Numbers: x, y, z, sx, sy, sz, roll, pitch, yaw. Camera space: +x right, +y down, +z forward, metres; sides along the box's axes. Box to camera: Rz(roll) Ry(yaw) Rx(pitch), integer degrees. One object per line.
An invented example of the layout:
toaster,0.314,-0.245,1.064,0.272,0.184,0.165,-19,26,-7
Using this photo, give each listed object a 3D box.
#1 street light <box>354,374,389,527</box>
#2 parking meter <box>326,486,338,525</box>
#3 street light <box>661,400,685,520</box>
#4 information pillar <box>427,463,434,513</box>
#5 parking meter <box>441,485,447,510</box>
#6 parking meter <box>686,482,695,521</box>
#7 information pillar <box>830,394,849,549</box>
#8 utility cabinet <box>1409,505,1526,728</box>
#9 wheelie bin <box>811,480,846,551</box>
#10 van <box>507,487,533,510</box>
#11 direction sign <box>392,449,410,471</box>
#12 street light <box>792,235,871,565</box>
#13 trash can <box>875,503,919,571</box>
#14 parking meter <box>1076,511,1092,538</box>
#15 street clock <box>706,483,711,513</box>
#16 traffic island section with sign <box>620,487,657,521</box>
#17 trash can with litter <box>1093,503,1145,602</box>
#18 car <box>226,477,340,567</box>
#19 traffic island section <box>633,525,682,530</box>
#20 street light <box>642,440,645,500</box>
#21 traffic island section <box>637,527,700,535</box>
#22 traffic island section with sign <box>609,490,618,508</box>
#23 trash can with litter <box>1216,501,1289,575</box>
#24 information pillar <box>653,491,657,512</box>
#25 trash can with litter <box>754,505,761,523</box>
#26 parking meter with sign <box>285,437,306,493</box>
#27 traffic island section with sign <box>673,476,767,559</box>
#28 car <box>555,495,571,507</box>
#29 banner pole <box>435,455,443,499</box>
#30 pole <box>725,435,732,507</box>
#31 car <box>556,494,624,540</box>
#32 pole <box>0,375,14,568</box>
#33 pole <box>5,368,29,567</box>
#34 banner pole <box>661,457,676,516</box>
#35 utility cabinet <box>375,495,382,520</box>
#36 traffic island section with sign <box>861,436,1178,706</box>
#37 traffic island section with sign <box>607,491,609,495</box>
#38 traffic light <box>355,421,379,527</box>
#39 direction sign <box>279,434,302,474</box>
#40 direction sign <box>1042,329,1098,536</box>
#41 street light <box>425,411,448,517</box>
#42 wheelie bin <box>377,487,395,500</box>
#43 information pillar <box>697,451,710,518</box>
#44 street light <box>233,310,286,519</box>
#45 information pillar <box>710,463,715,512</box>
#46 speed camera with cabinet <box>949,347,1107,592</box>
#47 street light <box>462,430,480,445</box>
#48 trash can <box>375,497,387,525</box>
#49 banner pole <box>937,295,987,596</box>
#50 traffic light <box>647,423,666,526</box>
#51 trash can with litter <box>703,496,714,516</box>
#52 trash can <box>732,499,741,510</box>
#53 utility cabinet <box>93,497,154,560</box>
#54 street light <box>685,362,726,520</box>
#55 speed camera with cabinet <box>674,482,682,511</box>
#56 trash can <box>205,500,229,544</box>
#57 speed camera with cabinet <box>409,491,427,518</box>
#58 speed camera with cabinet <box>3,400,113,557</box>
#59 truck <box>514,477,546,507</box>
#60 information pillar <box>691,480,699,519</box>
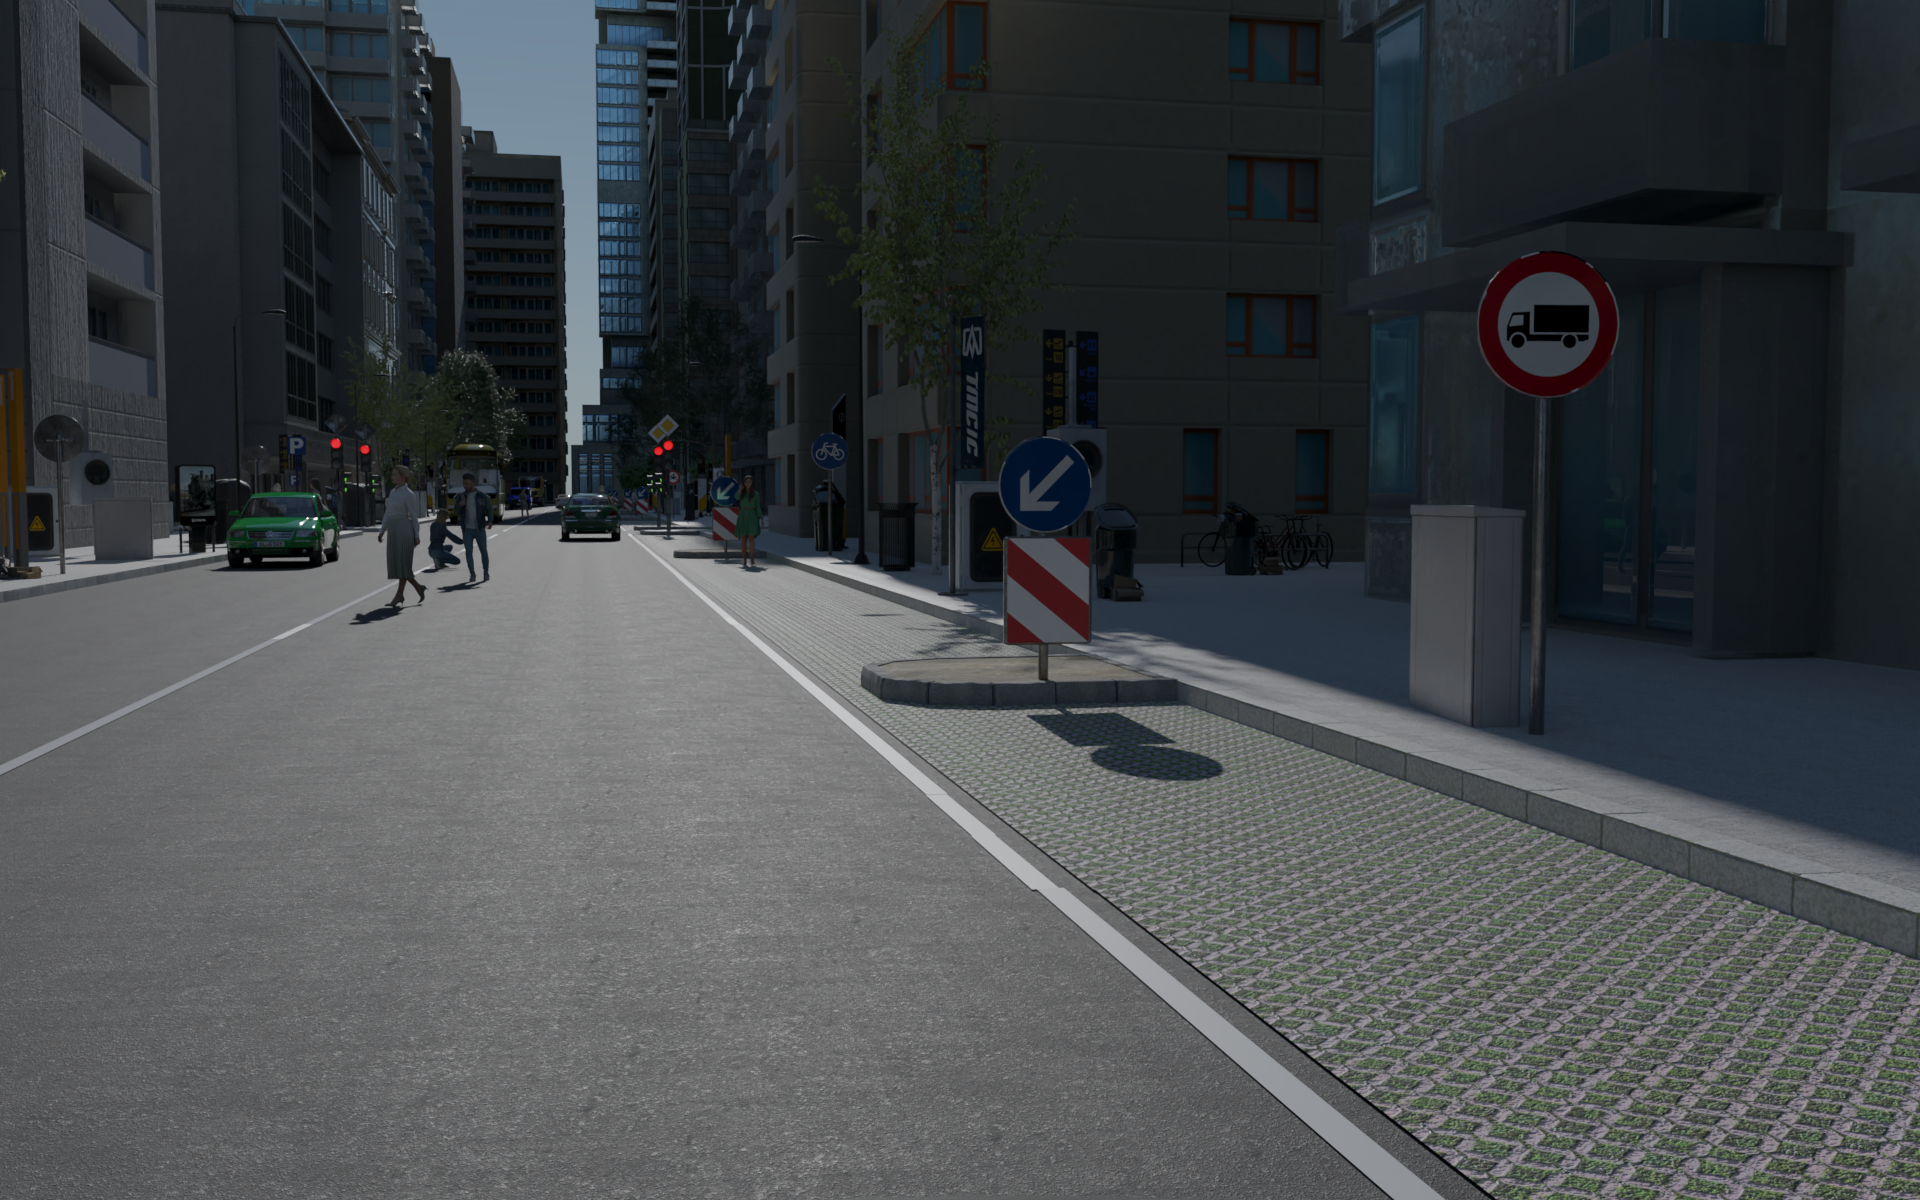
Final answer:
street light,-22.735,-5.772,66.921,1.470,5.913,1.316,-1,4,-12
parking meter,-20.925,-3.016,57.717,0.372,1.533,0.369,0,3,0
street light,-13.868,-6.831,84.230,1.470,5.913,1.316,-1,4,-12
information pillar,-36.437,-7.823,119.267,0.504,3.616,0.183,-2,4,-27
parking meter,-32.359,-6.294,108.621,0.255,1.863,0.399,1,4,14
parking meter,-12.965,-4.743,83.264,0.399,1.863,0.255,-2,4,-23
information pillar,-2.827,-2.997,40.348,0.183,3.616,0.504,3,4,36
utility cabinet,2.913,0.072,9.992,0.306,1.237,1.020,0,4,-5
wheelie bin,-2.962,-1.896,38.916,0.693,1.594,0.980,-1,4,-19
van,-39.771,-9.320,156.773,2.240,2.365,5.245,-1,4,-12
direction sign,-28.028,-5.801,86.851,0.876,3.537,0.379,0,4,1
street light,-2.329,-3.597,31.356,1.470,5.913,1.316,-1,4,-12
trash can,-1.052,-1.055,28.906,0.748,1.137,0.748,0,3,0
parking meter,2.110,-1.453,29.465,0.255,1.863,0.399,0,4,4
street clock,-17.039,-6.884,117.130,0.358,2.002,0.471,3,5,45
traffic island section with sign,-17.200,-5.157,92.947,1.989,1.847,2.006,-1,4,-12
trash can with litter,2.003,-0.592,21.070,0.624,1.170,1.055,-1,4,-12
car,-13.810,-1.630,35.443,1.959,1.807,4.718,-1,4,-14
traffic island section,-11.956,-2.852,68.910,2.009,0.180,2.903,-1,4,-12
street light,-20.252,-8.621,113.501,1.470,5.913,1.316,-1,4,-12
traffic island section,-10.253,-2.375,61.108,2.009,0.180,2.903,-1,4,-12
traffic island section with sign,-23.036,-6.791,119.657,1.989,1.847,2.006,-1,4,-12
trash can with litter,4.651,-0.986,27.515,1.055,1.170,0.624,-1,4,-12
information pillar,-21.355,-7.960,121.498,0.183,3.616,0.504,3,4,37
trash can with litter,-8.819,-3.735,72.460,1.055,1.170,0.624,3,5,39
parking meter with sign,-20.637,-3.513,53.699,0.543,3.016,1.738,-2,4,-26
traffic island section with sign,-5.454,-1.864,39.099,1.989,1.847,2.006,-1,4,-12
car,-40.336,-10.060,176.848,2.083,1.381,4.827,-1,4,-14
banner pole,-33.166,-7.357,110.302,0.401,3.779,0.863,1,4,23
pole,-7.953,-4.013,59.462,0.158,3.312,0.155,0,3,0
car,-11.748,-2.648,55.086,2.131,1.459,4.920,-1,4,-12
pole,-16.406,-2.189,29.632,0.158,3.312,0.155,0,3,0
pole,-15.324,-2.100,28.182,0.158,3.312,0.155,0,3,0
banner pole,-17.059,-6.828,101.658,0.863,3.779,0.401,0,4,7
utility cabinet,-28.464,-4.557,85.675,1.020,1.237,0.306,-2,4,-34
traffic island section with sign,0.324,-0.244,12.617,1.989,1.847,2.006,-1,4,-12
traffic island section with sign,-33.668,-9.768,168.331,1.989,1.847,2.006,-1,4,-12
traffic light,-22.753,-4.741,66.432,0.839,4.253,0.868,-1,4,-12
direction sign,-25.393,-4.511,65.757,0.876,3.537,0.379,0,4,3
direction sign,1.532,-1.960,24.045,0.876,3.537,0.379,-2,4,-27
street light,-29.156,-7.573,96.367,1.470,5.913,1.316,-1,4,-12
wheelie bin,-26.323,-4.395,79.765,0.980,1.594,0.693,-1,4,-14
information pillar,-13.977,-6.262,93.745,0.504,3.616,0.183,1,4,18
street light,-17.658,-4.350,43.662,1.470,5.913,1.316,-1,4,-12
information pillar,-17.974,-8.191,125.274,0.504,3.616,0.183,-3,4,-36
speed camera with cabinet,0.905,-1.758,23.085,2.038,3.252,0.660,-1,4,-15
street light,-35.454,-9.349,125.399,1.470,5.913,1.316,-1,4,-12
trash can,-24.460,-3.740,72.799,0.748,1.137,0.748,0,3,0
banner pole,0.054,-1.936,21.667,0.401,3.779,0.863,-3,5,-39
traffic light,-11.997,-4.885,68.787,0.839,4.253,0.868,-1,4,-12
trash can with litter,-14.358,-5.435,99.920,1.678,1.210,2.233,-2,4,-29
trash can,-10.064,-4.107,78.797,0.748,1.137,0.748,0,3,0
utility cabinet,-16.345,-1.388,33.858,1.020,1.237,0.306,-1,4,-21
street light,-8.851,-5.427,61.266,1.470,5.913,1.316,-1,4,-12
speed camera with cabinet,-21.389,-8.381,131.363,0.660,3.252,2.038,0,4,-7
trash can,-19.211,-2.018,44.645,0.748,1.137,0.748,0,3,0
speed camera with cabinet,-30.270,-6.140,94.723,2.038,3.252,0.660,-1,4,-9
speed camera with cabinet,-18.688,-2.541,35.873,0.660,3.252,2.038,3,4,38
truck,-48.046,-12.125,194.160,3.469,3.379,9.791,-1,4,-12
information pillar,-13.400,-5.083,87.606,0.304,2.012,0.304,-2,4,-25
